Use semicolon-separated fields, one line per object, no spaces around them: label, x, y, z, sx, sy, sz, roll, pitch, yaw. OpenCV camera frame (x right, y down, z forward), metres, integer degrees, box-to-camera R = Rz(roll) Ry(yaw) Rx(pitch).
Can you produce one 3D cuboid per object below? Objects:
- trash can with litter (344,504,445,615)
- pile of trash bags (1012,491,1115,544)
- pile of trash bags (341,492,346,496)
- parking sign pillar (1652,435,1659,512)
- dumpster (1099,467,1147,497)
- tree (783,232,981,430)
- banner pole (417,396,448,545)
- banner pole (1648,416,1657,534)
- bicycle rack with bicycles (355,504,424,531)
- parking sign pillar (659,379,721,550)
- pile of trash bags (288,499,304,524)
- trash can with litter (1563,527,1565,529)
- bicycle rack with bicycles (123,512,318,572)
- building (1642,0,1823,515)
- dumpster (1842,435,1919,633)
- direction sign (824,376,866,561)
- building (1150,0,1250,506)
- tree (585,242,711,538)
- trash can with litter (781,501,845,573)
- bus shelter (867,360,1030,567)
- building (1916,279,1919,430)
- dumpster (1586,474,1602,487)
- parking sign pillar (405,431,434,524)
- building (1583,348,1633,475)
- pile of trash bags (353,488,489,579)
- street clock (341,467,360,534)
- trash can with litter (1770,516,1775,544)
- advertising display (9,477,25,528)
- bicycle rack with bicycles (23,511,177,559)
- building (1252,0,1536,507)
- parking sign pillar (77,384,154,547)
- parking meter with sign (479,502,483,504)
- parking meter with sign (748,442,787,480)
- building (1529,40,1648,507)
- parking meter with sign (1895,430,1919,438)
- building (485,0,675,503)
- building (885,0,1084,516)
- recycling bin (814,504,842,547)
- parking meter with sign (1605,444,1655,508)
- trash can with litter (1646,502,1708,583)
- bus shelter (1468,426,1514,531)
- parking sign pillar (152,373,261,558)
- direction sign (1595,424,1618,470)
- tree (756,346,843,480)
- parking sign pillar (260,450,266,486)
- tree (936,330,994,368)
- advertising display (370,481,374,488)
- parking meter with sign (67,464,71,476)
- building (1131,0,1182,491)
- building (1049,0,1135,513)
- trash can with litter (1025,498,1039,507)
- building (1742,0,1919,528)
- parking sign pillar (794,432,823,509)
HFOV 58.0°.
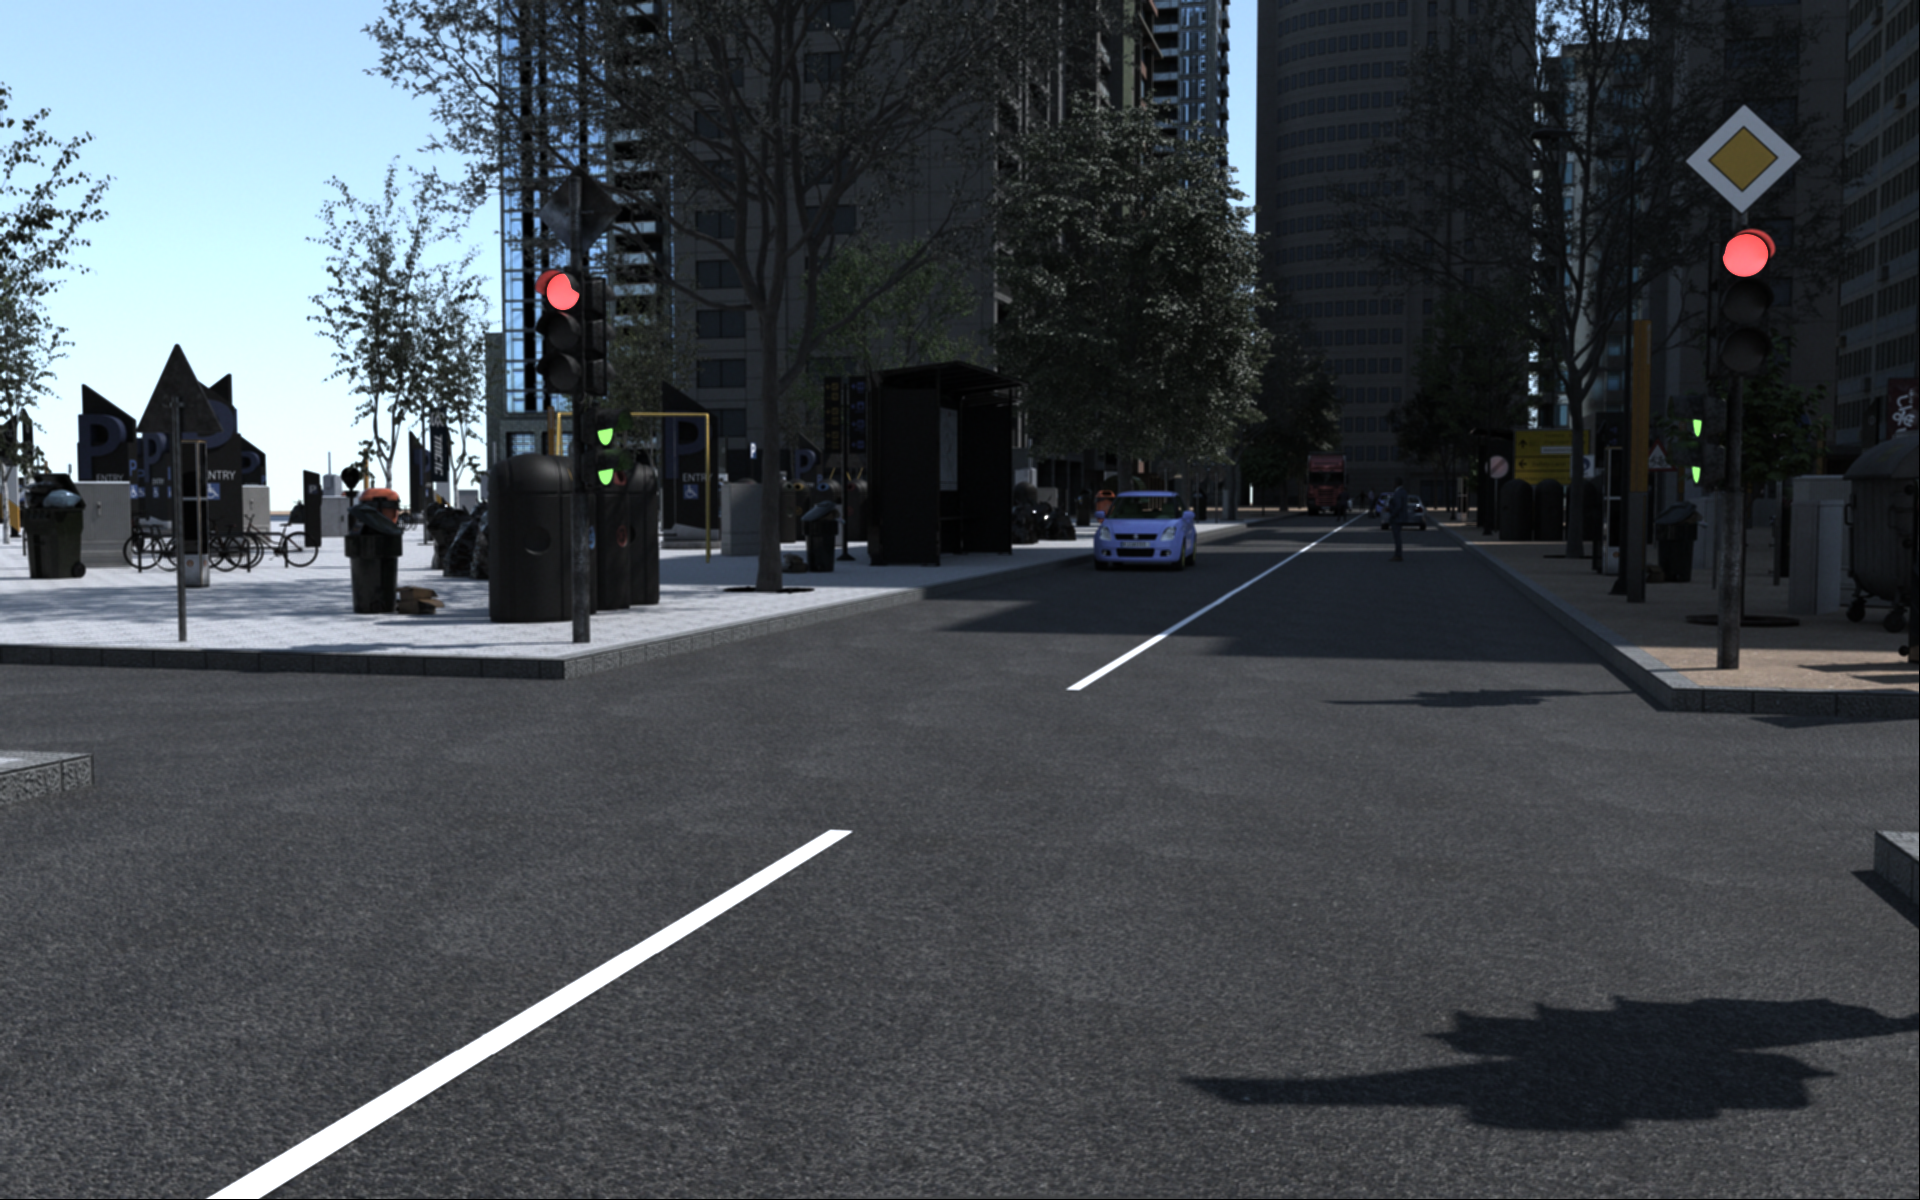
trash can with litter;-6.089;-0.447;18.702;1.055;1.170;0.624;1;4;14
pile of trash bags;2.698;-2.363;48.385;3.447;1.369;1.912;-1;4;-13
pile of trash bags;-8.823;-1.248;30.159;3.447;1.369;1.912;1;4;8
parking sign pillar;31.396;-5.566;79.470;1.447;3.967;1.447;-1;4;-23
dumpster;5.793;-3.610;61.512;1.502;2.255;1.985;1;4;14
tree;-3.101;-8.659;67.329;9.928;11.665;9.643;0;3;0
banner pole;-13.331;-3.290;43.805;0.863;3.779;0.401;-3;5;-40
banner pole;21.979;-3.980;55.097;0.401;3.779;0.863;3;5;44
bicycle rack with bicycles;-20.228;-2.958;61.737;2.925;0.926;2.852;3;5;44
parking sign pillar;-6.322;-3.191;40.644;1.447;3.967;1.447;0;4;-7
pile of trash bags;-27.864;-4.068;76.260;1.912;1.369;3.447;1;4;16
trash can with litter;21.598;-2.999;60.422;1.055;1.170;0.624;-2;4;-29
bicycle rack with bicycles;-12.741;-0.977;29.360;2.925;0.926;2.852;0;4;-1
building;50.572;-34.048;98.688;21.231;58.520;28.212;1;4;14
dumpster;9.296;-0.657;16.495;1.264;1.857;1.865;1;4;14
direction sign;-2.211;-2.533;33.412;0.876;3.537;0.379;1;4;21
building;17.002;-53.920;194.261;31.000;86.520;22.319;1;4;14
tree;-8.996;-6.096;50.032;4.360;8.622;3.978;0;3;0
trash can with litter;-2.448;-1.038;28.357;1.055;1.170;0.624;-3;5;-42
bus shelter;-0.119;-2.594;33.699;1.731;3.624;6.357;1;4;14
building;31.451;-23.744;38.318;14.600;45.320;14.200;1;4;14
dumpster;18.427;-2.680;49.571;1.264;1.857;1.865;1;4;14
parking sign pillar;-23.218;-5.272;74.667;1.447;3.967;1.447;1;4;11
building;59.467;-49.749;126.072;22.319;86.520;31.000;1;4;14
pile of trash bags;-7.435;-1.028;26.563;3.447;1.369;1.912;-2;4;-25
street clock;-16.241;-2.548;46.233;0.471;2.002;0.358;0;4;-7
trash can with litter;13.249;-0.958;27.054;1.055;1.170;0.624;1;4;17
advertising display;-35.939;-3.729;66.180;0.974;1.923;0.123;0;4;-2
bicycle rack with bicycles;-18.332;-1.439;36.906;2.852;0.926;2.925;0;4;7
building;46.461;-39.482;187.524;28.212;58.520;21.231;1;4;14
parking sign pillar;-20.789;-3.289;42.246;1.447;3.967;1.447;0;4;5
parking meter with sign;-24.510;-5.800;91.096;1.738;3.016;0.543;-3;5;-44
parking meter with sign;-6.227;-3.798;58.363;1.738;3.016;0.543;1;4;15
building;75.171;-34.379;181.710;30.456;49.044;23.786;1;4;14
parking meter with sign;11.677;-1.508;20.924;0.543;3.016;1.738;0;4;0
building;-26.017;-51.288;151.226;31.000;86.520;22.319;1;4;14
building;-3.442;-40.576;101.671;20.563;71.187;20.611;1;4;14
recycling bin;-3.168;-1.805;42.072;0.722;1.027;0.722;0;4;-5
parking meter with sign;23.391;-3.925;60.436;1.738;3.016;0.543;-1;4;-17
trash can with litter;10.257;-0.839;25.108;1.055;1.170;0.624;-2;4;-30
bus shelter;19.455;-4.382;62.921;1.731;3.624;6.357;1;4;14
parking sign pillar;-15.431;-2.873;35.453;1.447;3.967;1.447;3;5;44
direction sign;20.878;-3.914;55.985;0.379;3.537;0.876;-2;4;-29
tree;-8.120;-8.349;86.875;4.360;8.622;3.978;0;3;0
parking sign pillar;-32.145;-5.506;78.496;1.447;3.967;1.447;1;4;11
tree;-0.279;-7.777;77.522;4.737;8.622;4.395;0;3;0
advertising display;-28.524;-4.824;84.088;0.123;1.923;0.974;-1;4;-22
parking meter with sign;-51.939;-6.303;99.310;1.738;3.016;0.543;-3;4;-39
building;3.313;-30.078;146.406;28.867;44.769;22.147;1;4;14
building;4.012;-26.683;119.864;14.154;41.232;14.086;1;4;14
trash can with litter;2.420;-2.461;51.628;1.055;1.170;0.624;2;4;28
building;46.946;-22.666;62.474;32.217;40.220;23.993;1;4;14
parking sign pillar;-6.557;-5.295;75.045;1.447;3.967;1.447;3;4;37
